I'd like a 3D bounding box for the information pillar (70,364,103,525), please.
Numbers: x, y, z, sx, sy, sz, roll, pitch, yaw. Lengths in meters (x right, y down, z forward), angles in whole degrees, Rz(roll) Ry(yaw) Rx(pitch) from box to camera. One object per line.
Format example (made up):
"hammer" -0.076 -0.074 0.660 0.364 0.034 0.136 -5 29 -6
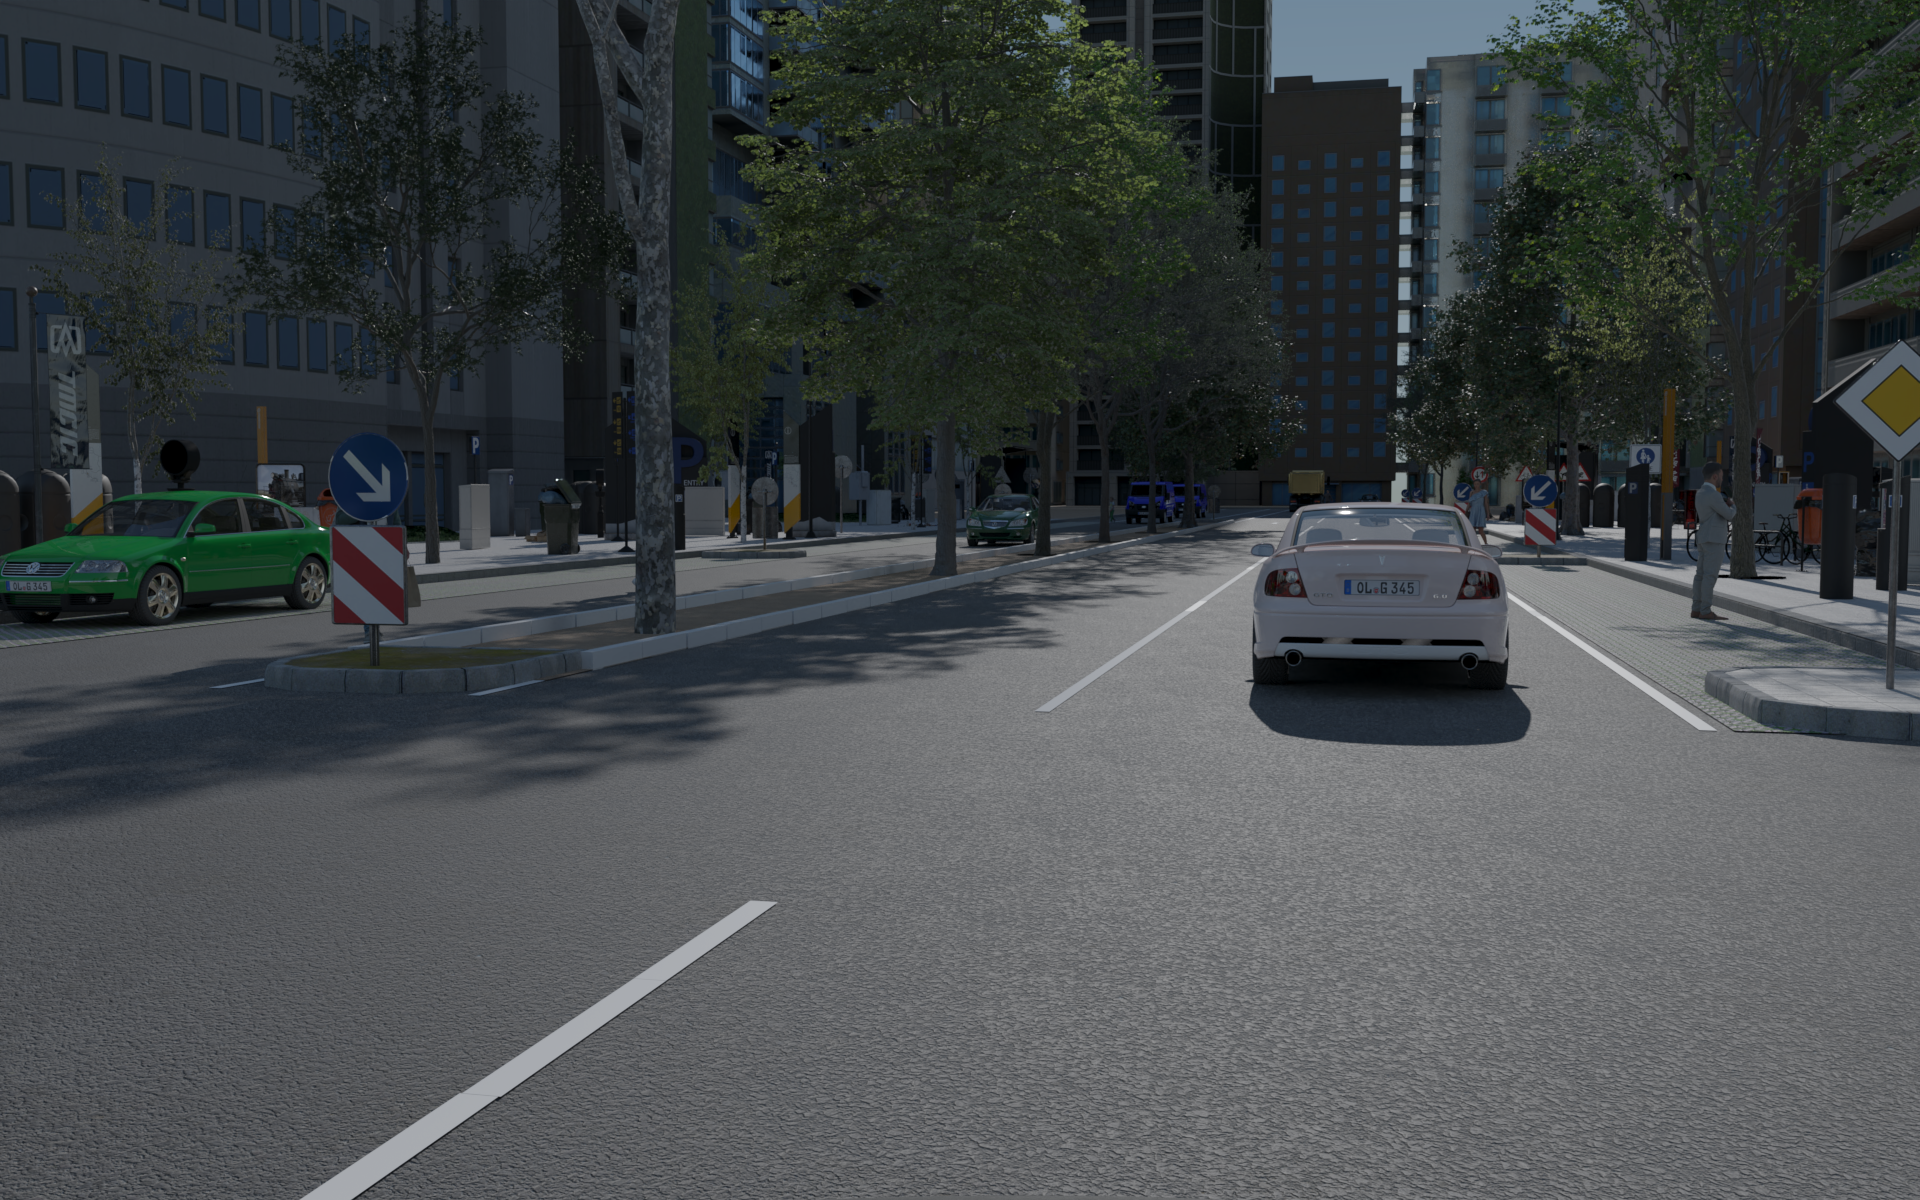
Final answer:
"information pillar" -14.143 -2.240 27.984 0.183 3.616 0.504 3 4 39

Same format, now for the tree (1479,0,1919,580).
"tree" 11.858 -6.139 26.130 9.928 11.665 9.643 0 3 0

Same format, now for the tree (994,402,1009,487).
"tree" 0.352 -7.648 75.403 4.737 8.622 4.395 0 3 0

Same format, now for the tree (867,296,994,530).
"tree" -1.647 -6.833 62.078 4.737 8.622 4.395 0 3 0

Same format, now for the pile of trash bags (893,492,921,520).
"pile of trash bags" -2.380 -4.656 85.882 1.912 1.369 3.447 1 4 13

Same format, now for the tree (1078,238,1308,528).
"tree" 9.647 -9.366 72.602 9.611 12.733 9.660 0 3 0

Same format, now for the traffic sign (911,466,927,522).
"traffic sign" -1.912 -4.865 79.653 0.768 2.556 0.104 1 4 17

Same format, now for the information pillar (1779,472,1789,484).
"information pillar" 26.993 -3.198 56.782 0.304 2.012 0.304 2 4 27

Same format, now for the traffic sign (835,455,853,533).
"traffic sign" -3.893 -3.467 56.792 0.768 2.556 0.104 1 4 17

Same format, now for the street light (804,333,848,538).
"street light" -3.819 -4.747 50.147 1.470 5.913 1.316 1 4 13

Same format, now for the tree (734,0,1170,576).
"tree" -0.264 -6.715 30.382 7.486 12.596 7.792 0 3 0

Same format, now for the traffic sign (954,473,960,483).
"traffic sign" -0.437 -5.058 82.694 0.884 2.594 0.081 1 4 17

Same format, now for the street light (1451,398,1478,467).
"street light" 24.218 -6.759 83.055 1.470 5.913 1.316 1 4 13

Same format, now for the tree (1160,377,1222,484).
"tree" 21.845 -15.754 164.236 9.857 13.997 8.962 0 3 0

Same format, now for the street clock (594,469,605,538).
"street clock" -10.524 -2.821 50.694 0.358 2.002 0.471 -1 4 -9

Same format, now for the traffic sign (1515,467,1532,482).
"traffic sign" 23.918 -4.477 73.209 0.884 2.594 0.081 1 4 18

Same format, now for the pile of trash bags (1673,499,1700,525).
"pile of trash bags" 31.571 -3.859 72.844 3.447 1.369 1.912 2 4 34

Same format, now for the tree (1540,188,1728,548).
"tree" 16.033 -5.529 40.769 4.360 8.622 3.978 0 3 0

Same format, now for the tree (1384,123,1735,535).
"tree" 19.167 -8.373 53.906 9.611 12.733 9.660 0 3 0

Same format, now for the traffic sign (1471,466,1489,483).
"traffic sign" 23.900 -4.867 79.685 0.768 2.556 0.104 1 4 17

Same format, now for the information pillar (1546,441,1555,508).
"information pillar" 20.599 -4.226 60.447 0.183 3.616 0.504 3 5 44

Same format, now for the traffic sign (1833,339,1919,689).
"traffic sign" 6.116 -0.470 11.333 0.795 2.450 0.064 1 4 13

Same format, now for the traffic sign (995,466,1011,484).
"traffic sign" 1.907 -4.882 79.824 0.884 2.594 0.081 1 4 14

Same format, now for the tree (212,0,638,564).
"tree" -9.677 -5.971 32.039 8.767 10.594 7.601 0 4 7

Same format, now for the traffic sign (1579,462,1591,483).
"traffic sign" 25.328 -4.332 70.824 0.884 2.594 0.081 1 4 15

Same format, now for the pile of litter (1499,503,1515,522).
"pile of litter" 26.651 -4.235 83.210 1.719 0.858 1.176 -1 4 -9

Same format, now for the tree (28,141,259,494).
"tree" -17.513 -5.315 37.271 4.360 8.622 3.978 0 3 0

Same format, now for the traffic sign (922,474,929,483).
"traffic sign" -1.817 -4.980 81.524 0.768 2.556 0.104 1 4 16

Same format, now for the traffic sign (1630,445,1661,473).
"traffic sign" 14.129 -2.057 35.755 0.606 2.300 0.079 1 4 18

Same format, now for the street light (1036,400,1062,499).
"street light" 4.307 -6.864 84.766 1.470 5.913 1.316 1 4 13

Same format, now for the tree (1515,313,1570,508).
"tree" 22.020 -7.113 66.661 4.737 8.622 4.395 0 3 0

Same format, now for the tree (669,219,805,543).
"tree" -5.921 -5.812 45.389 4.737 8.622 4.395 0 3 0

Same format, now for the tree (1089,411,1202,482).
"tree" 14.557 -12.258 134.833 8.767 10.594 7.601 -1 4 -11

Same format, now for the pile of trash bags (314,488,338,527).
"pile of trash bags" -11.247 -1.076 27.352 3.447 1.369 1.912 0 4 -1

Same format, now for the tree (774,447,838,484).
"tree" -7.975 -6.501 90.009 4.285 4.588 4.351 0 3 0

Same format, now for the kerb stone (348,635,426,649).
"kerb stone" -4.974 0.440 15.031 0.120 0.150 1.000 1 4 13

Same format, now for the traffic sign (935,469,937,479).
"traffic sign" -0.828 -4.911 80.408 0.768 2.556 0.104 1 4 17

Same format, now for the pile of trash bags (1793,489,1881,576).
"pile of trash bags" 14.730 -1.082 27.443 1.912 1.369 3.447 -2 4 -25

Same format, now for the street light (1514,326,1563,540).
"street light" 16.024 -4.616 48.008 1.470 5.913 1.316 1 4 13

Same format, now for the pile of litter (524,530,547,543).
"pile of litter" -11.119 -1.989 46.485 1.176 0.858 1.719 0 4 -3

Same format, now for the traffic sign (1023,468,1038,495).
"traffic sign" 3.414 -5.139 84.130 0.768 2.556 0.104 1 4 22

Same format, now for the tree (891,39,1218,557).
"tree" 1.994 -6.805 39.479 9.928 11.665 9.643 0 3 0

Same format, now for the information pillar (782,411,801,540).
"information pillar" -4.731 -3.503 48.635 0.504 3.616 0.183 1 4 18

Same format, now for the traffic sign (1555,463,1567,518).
"traffic sign" 25.139 -4.414 72.169 0.884 2.594 0.081 1 4 17

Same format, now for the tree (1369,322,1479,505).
"tree" 34.278 -13.032 123.441 12.009 13.543 11.850 0 3 0

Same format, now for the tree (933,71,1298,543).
"tree" 4.238 -8.405 50.242 12.009 13.543 11.850 0 3 0

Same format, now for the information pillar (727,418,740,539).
"information pillar" -6.555 -3.595 50.138 0.183 3.616 0.504 2 4 26

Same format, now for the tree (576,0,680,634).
"tree" -4.121 -9.782 18.282 12.611 20.169 13.585 0 3 0

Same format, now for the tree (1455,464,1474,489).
"tree" 31.538 -6.977 108.675 1.663 3.219 1.824 0 3 0

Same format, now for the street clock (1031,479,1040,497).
"street clock" 3.625 -4.789 82.871 0.471 2.002 0.358 0 4 7

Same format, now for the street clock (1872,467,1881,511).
"street clock" 24.355 -2.536 46.033 0.358 2.002 0.471 -1 4 -17

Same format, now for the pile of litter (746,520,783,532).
"pile of litter" -6.688 -2.706 58.211 1.719 0.858 1.176 -2 4 -29

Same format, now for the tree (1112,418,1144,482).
"tree" 12.691 -10.632 124.198 4.360 8.622 3.978 0 3 0
